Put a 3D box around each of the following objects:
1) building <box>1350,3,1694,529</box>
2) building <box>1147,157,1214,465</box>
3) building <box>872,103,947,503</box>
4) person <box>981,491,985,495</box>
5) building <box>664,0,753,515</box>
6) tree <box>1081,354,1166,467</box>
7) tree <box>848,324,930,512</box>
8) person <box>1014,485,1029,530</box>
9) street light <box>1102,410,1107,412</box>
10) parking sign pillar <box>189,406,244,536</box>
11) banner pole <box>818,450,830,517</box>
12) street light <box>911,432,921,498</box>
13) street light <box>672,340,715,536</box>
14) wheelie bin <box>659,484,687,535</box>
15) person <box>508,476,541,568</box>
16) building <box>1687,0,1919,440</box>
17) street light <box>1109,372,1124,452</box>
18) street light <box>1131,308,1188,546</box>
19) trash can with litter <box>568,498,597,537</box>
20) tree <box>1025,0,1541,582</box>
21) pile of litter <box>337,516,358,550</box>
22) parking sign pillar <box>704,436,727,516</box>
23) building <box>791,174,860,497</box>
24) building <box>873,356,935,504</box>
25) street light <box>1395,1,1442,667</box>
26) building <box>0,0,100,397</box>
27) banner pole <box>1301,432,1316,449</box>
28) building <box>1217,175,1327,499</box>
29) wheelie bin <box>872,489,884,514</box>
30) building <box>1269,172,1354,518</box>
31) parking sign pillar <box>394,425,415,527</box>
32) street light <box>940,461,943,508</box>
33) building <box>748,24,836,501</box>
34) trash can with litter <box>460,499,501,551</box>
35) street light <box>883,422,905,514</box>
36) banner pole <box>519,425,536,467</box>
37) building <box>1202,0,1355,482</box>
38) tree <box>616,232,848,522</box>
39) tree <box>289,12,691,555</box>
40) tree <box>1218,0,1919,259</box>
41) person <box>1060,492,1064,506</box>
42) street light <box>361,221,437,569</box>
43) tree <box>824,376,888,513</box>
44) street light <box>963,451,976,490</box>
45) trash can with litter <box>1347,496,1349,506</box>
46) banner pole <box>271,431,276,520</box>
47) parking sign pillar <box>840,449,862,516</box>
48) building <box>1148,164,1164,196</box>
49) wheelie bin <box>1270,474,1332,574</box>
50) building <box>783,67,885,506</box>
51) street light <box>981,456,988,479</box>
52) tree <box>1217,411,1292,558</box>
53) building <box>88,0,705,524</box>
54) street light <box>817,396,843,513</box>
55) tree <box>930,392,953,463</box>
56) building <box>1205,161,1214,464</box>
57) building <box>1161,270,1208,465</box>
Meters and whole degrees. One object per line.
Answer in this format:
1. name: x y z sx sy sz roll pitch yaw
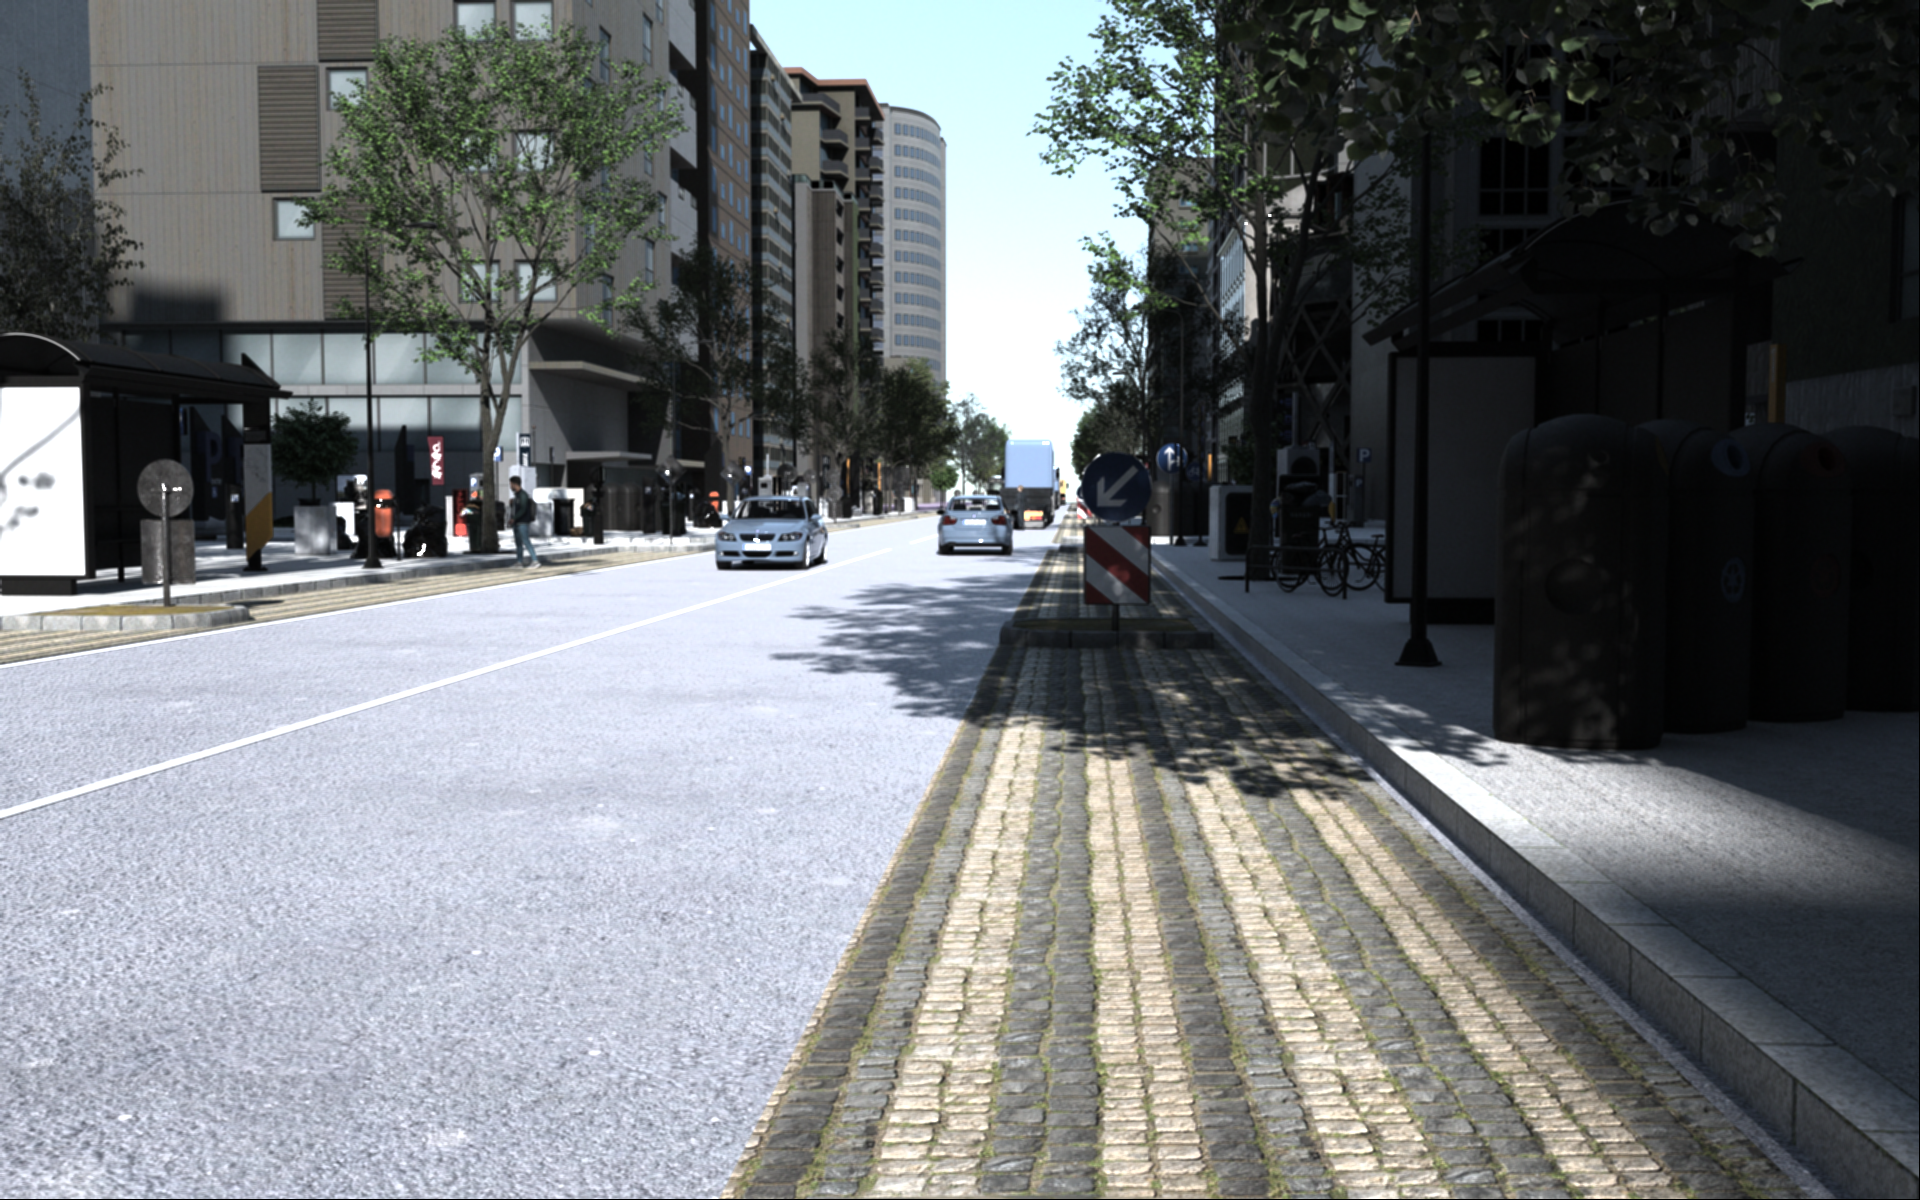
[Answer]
1. building: 27.622 -16.524 63.674 24.014 27.812 14.314 0 4 4
2. building: 37.636 -37.976 244.611 21.300 48.544 21.600 0 4 4
3. building: -13.531 -44.000 261.400 21.231 58.520 28.212 0 4 4
4. person: 2.659 -11.097 190.392 0.568 1.767 0.683 2 4 31
5. building: -21.947 -28.391 114.308 14.600 45.320 14.200 0 4 4
6. tree: 8.746 -8.554 90.228 4.360 8.622 3.978 0 3 0
7. tree: -6.609 -9.694 92.910 8.767 10.594 7.601 -1 4 -9
8. person: 2.450 -3.631 68.291 0.534 1.772 0.576 2 4 30
9. street light: 8.472 -7.543 95.872 1.470 5.913 1.316 0 4 4
10. parking sign pillar: -23.419 -4.002 53.901 1.447 3.967 1.447 0 4 2
11. banner pole: -7.973 -6.782 100.906 0.863 3.779 0.401 0 4 3
12. street light: -3.082 -9.533 128.412 1.470 5.913 1.316 0 4 4
13. street light: -8.092 -4.883 52.376 1.470 5.913 1.316 0 4 4
14. wheelie bin: -9.052 -2.860 54.664 0.980 1.594 0.693 2 4 34
15. person: -8.477 -1.503 33.414 0.721 1.781 0.623 -3 5 -40
16. building: 19.097 -15.579 26.423 14.160 30.474 14.107 0 4 4
17. street light: 6.457 -5.709 65.888 1.470 5.913 1.316 0 4 4
18. street light: 4.916 -4.293 42.728 1.470 5.913 1.316 0 4 4
19. trash can with litter: -11.304 -2.481 51.952 1.055 1.170 0.624 2 4 25
20. tree: 4.516 -6.091 25.351 9.928 11.665 9.643 0 3 0
21. pile of litter: -14.319 -1.617 40.399 1.176 0.858 1.719 -2 4 -29
22. parking sign pillar: -11.400 -5.653 80.899 1.447 3.967 1.447 -3 5 -42
23. building: -17.064 -23.698 159.164 14.160 30.474 14.107 0 4 4
24. building: -18.285 -23.807 234.280 27.650 21.520 28.899 0 4 4
25. street light: 2.903 -2.467 12.876 1.470 5.913 1.316 0 4 4
26. building: -28.369 -12.995 30.491 19.932 24.808 12.078 0 4 4
27. banner pole: 13.886 -4.866 69.583 0.863 3.779 0.401 1 4 16
28. building: 22.803 -16.328 116.117 9.793 20.994 18.267 0 4 4
29. wheelie bin: -5.185 -6.218 109.567 0.693 1.594 0.980 -1 4 -18
30. building: 25.885 -14.093 97.875 16.820 18.784 16.811 0 4 4
31. parking sign pillar: -21.963 -4.894 68.484 1.447 3.967 1.447 -2 4 -32
32. street light: -1.154 -11.348 158.087 1.470 5.913 1.316 0 4 4
33. building: -26.698 -27.405 139.960 32.217 40.220 23.993 0 4 4
34. trash can with litter: -10.746 -1.682 38.885 0.624 1.170 1.055 0 4 6
35. street light: -4.259 -8.513 111.728 1.470 5.913 1.316 0 4 4
36. banner pole: -15.743 -4.482 63.294 0.863 3.779 0.401 1 4 21
37. building: 31.768 -43.912 156.213 20.563 71.187 20.611 0 4 4
38. tree: -8.562 -7.820 62.268 7.601 10.594 8.767 0 4 5
39. tree: -9.958 -6.802 36.973 9.928 11.665 9.643 0 3 0
40. tree: 3.664 -5.967 4.224 9.857 13.997 8.962 0 3 0
41. person: 11.974 -12.062 206.240 0.721 1.766 1.217 3 5 39
42. street light: -9.603 -3.496 29.693 1.470 5.913 1.316 0 4 4
43. tree: -6.292 -9.591 107.179 4.360 8.622 3.978 0 3 0
44. street light: 0.863 -13.185 188.115 1.470 5.913 1.316 0 4 4
45. trash can with litter: 20.019 -4.772 89.403 0.624 1.170 1.055 2 4 28
46. banner pole: -27.530 -4.833 69.029 0.401 3.779 0.863 2 4 27
47. parking sign pillar: -6.515 -6.950 102.102 1.447 3.967 1.447 3 5 43
48. building: 43.383 -41.555 268.656 28.713 52.752 27.495 0 4 4
49. wheelie bin: 5.491 -1.222 27.885 0.980 1.594 0.693 0 4 7
50. building: -19.641 -32.178 180.741 22.147 44.769 28.867 0 4 4
51. street light: 2.401 -14.587 211.043 1.470 5.913 1.316 0 4 4
52. tree: 5.953 -2.485 35.233 1.663 3.219 1.824 0 3 0
53. building: -28.655 -30.363 85.670 28.713 52.752 27.495 0 4 4
54. street light: -6.216 -6.698 82.055 1.470 5.913 1.316 0 4 4
55. tree: -4.595 -11.377 120.422 7.601 10.594 8.767 0 4 -2
56. building: 38.544 -29.851 179.943 32.217 40.220 23.993 0 4 4
57. building: 33.356 -27.861 227.232 14.160 30.474 14.107 0 4 4
